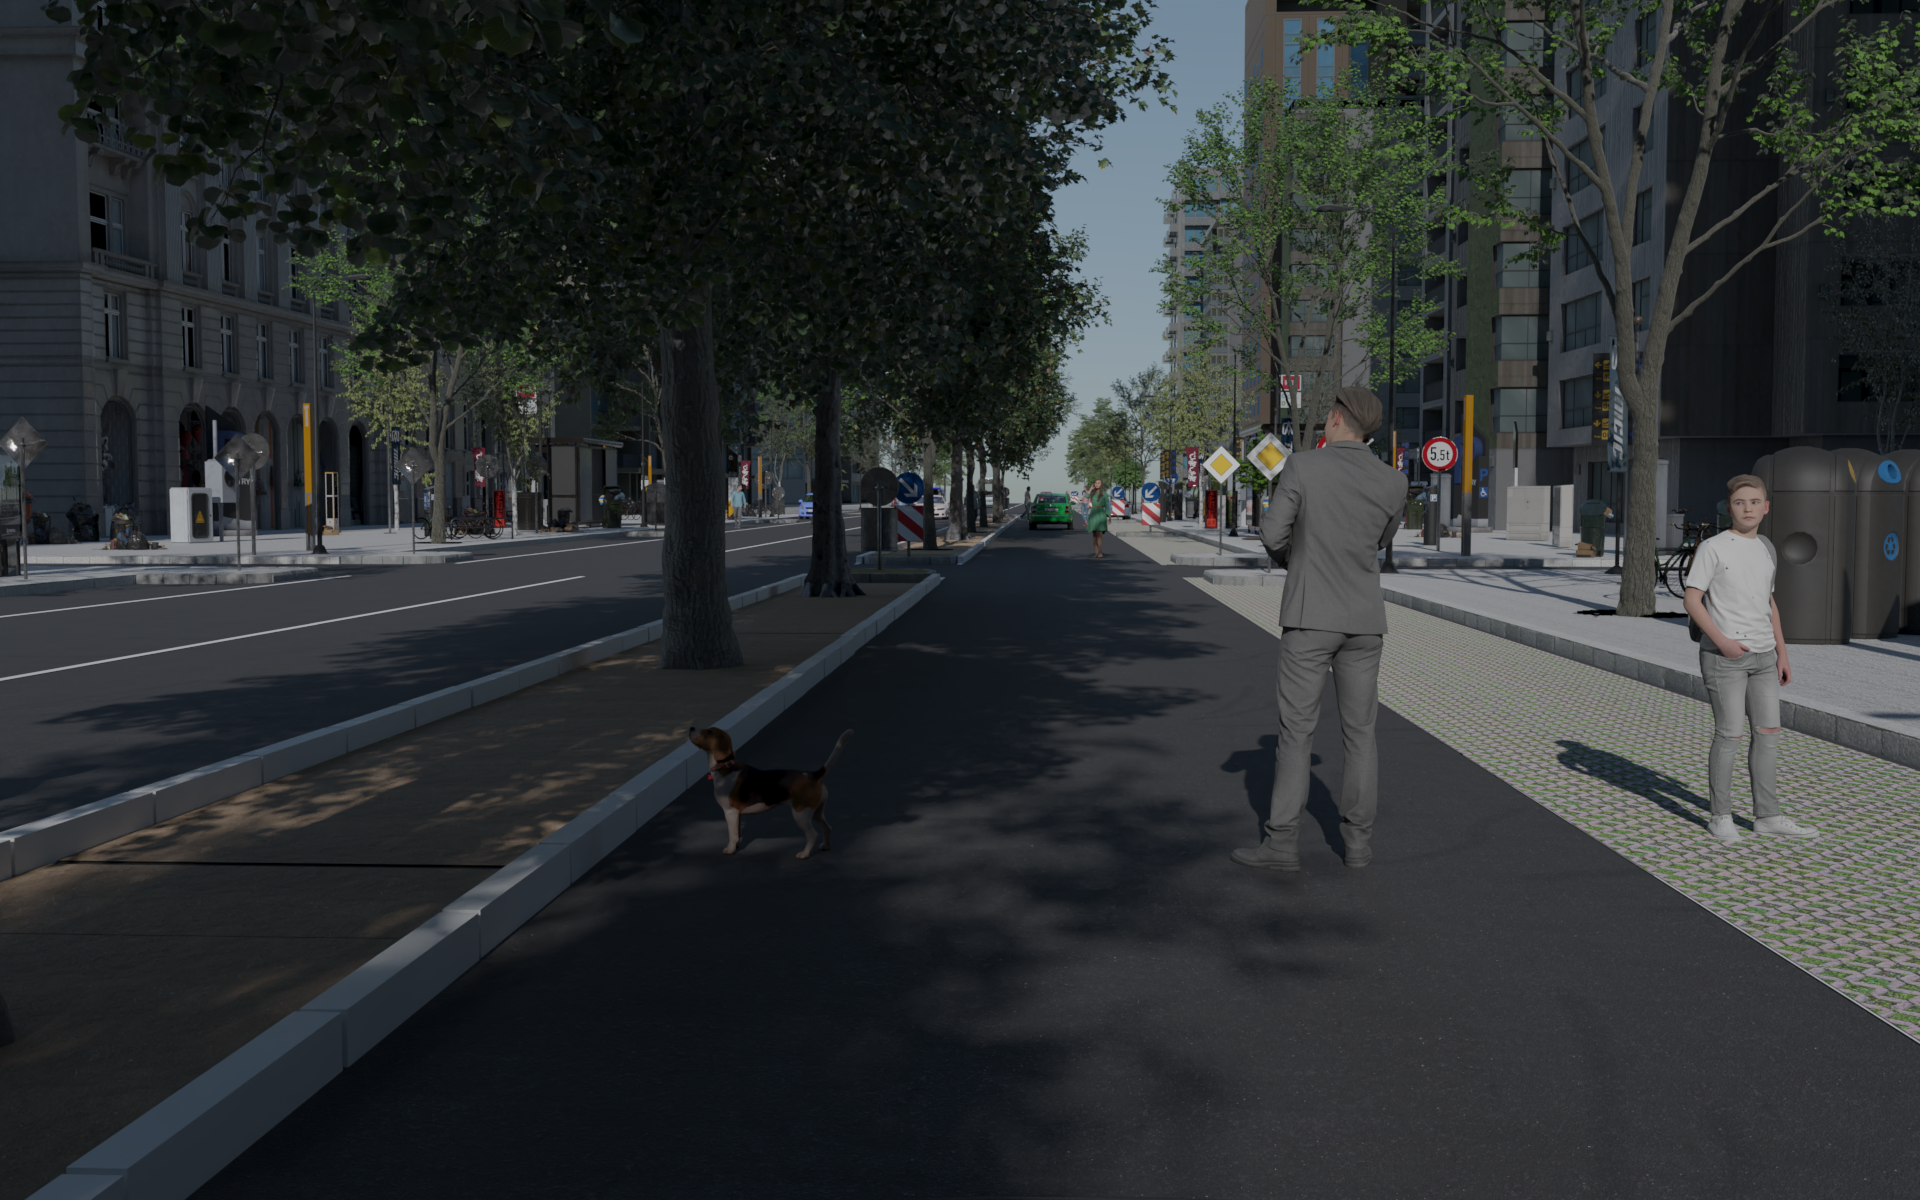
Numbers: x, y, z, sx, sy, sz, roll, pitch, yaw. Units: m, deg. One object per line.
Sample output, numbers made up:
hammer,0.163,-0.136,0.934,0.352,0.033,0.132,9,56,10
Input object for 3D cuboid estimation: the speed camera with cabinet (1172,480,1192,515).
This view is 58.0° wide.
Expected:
speed camera with cabinet,13.603,-6.773,105.069,0.660,3.252,2.038,-3,4,-38

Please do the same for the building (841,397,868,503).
building,-24.844,-38.012,245.201,21.300,48.544,21.600,0,4,3

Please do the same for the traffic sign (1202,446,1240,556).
traffic sign,5.421,-1.979,36.002,0.795,2.450,0.064,0,4,3

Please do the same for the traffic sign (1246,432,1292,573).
traffic sign,5.011,-1.491,28.028,0.795,2.450,0.064,0,4,3

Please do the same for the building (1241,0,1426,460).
building,31.167,-30.178,143.521,14.600,45.320,14.200,0,4,3

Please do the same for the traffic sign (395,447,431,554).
traffic sign,-11.649,-2.034,36.898,0.795,2.450,0.064,0,4,3

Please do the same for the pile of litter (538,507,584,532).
pile of litter,-13.325,-2.703,58.164,1.719,0.858,1.176,1,4,15

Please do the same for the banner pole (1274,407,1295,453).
banner pole,9.332,-3.671,50.034,0.863,3.779,0.401,2,4,24

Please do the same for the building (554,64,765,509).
building,-29.827,-30.659,155.905,22.147,44.769,28.867,0,4,3

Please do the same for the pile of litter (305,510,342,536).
pile of litter,-19.966,-2.464,54.259,1.176,0.858,1.719,0,4,-1

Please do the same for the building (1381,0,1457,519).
building,34.686,-39.869,90.118,20.563,71.187,20.611,0,4,3

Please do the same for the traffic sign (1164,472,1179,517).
traffic sign,11.152,-5.586,91.435,0.768,2.556,0.104,1,4,9

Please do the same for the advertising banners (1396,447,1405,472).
advertising banners,15.952,-4.186,64.634,2.074,3.025,0.090,-3,4,-38

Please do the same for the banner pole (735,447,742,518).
banner pole,-11.798,-6.258,92.339,0.401,3.779,0.863,1,4,17

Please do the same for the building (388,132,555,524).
building,-29.020,-17.619,85.330,12.463,27.353,25.104,0,4,3

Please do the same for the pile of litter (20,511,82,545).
pile of litter,-23.443,-1.855,44.291,1.719,0.858,1.176,0,4,3

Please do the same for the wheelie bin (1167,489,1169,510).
wheelie bin,12.750,-6.101,107.666,0.693,1.594,0.980,-2,4,-35

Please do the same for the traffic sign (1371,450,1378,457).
traffic sign,11.415,-2.981,48.844,0.768,2.556,0.104,1,4,12

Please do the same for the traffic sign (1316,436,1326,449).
traffic sign,7.848,-2.217,36.353,0.768,2.556,0.104,1,4,9

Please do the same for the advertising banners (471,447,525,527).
advertising banners,-17.321,-4.220,65.190,2.074,3.025,0.090,-2,4,-26

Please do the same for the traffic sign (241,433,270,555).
traffic sign,-14.785,-2.207,36.195,0.768,2.556,0.104,1,4,10

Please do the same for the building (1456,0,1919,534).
building,26.179,-18.028,66.452,14.160,30.474,14.107,0,4,3

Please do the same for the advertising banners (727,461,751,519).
advertising banners,-11.951,-5.760,90.370,2.074,3.025,0.090,0,4,-7

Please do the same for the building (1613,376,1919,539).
building,26.532,-17.095,51.205,14.107,30.474,14.160,0,4,3

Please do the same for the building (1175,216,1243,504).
building,44.618,-32.685,226.281,32.217,40.220,23.993,0,4,3

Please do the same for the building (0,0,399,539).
building,-30.093,-13.372,60.433,13.314,21.916,24.055,0,4,3

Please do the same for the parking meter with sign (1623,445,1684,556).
parking meter with sign,14.304,-2.422,35.854,1.738,3.016,0.543,-2,4,-33

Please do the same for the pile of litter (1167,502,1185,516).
pile of litter,12.604,-5.444,102.974,1.176,0.858,1.719,-2,4,-32

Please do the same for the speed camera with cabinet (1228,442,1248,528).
speed camera with cabinet,10.942,-4.388,66.077,0.660,3.252,2.038,3,4,38

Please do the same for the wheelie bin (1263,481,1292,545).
wheelie bin,7.596,-1.995,40.527,0.980,1.594,0.693,0,4,-1

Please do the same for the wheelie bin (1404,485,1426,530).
wheelie bin,16.419,-3.339,62.498,0.980,1.594,0.693,0,4,4

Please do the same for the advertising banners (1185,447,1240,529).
advertising banners,9.337,-4.153,64.094,2.074,3.025,0.090,0,4,-1

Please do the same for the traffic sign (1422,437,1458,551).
traffic sign,10.701,-2.360,38.688,0.768,2.556,0.104,1,4,11

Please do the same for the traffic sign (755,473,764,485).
traffic sign,-11.646,-6.187,101.257,0.768,2.556,0.104,1,4,12

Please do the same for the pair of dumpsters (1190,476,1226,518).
pair of dumpsters,13.352,-5.553,93.282,1.574,2.255,4.437,0,4,3

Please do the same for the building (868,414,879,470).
building,-19.944,-30.101,263.850,14.160,30.474,14.107,0,4,3

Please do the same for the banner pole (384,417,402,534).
banner pole,-18.452,-4.060,56.402,0.401,3.779,0.863,1,4,18

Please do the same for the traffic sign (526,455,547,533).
traffic sign,-13.918,-3.473,56.886,0.768,2.556,0.104,1,4,12

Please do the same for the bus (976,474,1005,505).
bus,3.208,-11.368,180.728,2.948,3.499,13.247,0,4,2

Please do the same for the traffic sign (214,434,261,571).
traffic sign,-12.060,-1.546,28.924,0.795,2.450,0.064,0,4,3

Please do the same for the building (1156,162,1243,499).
building,41.224,-38.764,253.395,23.786,49.044,30.456,0,4,3

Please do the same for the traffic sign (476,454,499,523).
traffic sign,-15.203,-3.399,55.680,0.768,2.556,0.104,1,4,9

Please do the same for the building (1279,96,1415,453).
building,30.909,-21.905,129.841,14.160,30.474,14.107,0,4,3

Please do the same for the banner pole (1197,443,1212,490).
banner pole,12.003,-5.788,84.651,0.863,3.779,0.401,0,4,3

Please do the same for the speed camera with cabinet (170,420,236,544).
speed camera with cabinet,-19.967,-3.147,45.790,0.660,3.252,2.038,1,4,15

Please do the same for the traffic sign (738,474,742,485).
traffic sign,-11.575,-5.344,89.508,0.606,2.300,0.079,0,4,8

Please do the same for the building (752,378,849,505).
building,-29.151,-38.619,220.662,28.713,52.752,27.495,0,4,3

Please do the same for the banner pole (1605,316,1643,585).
banner pole,9.325,-2.097,24.295,0.863,3.779,0.401,-2,4,-34

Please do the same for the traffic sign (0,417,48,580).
traffic sign,-14.028,-1.514,25.946,0.795,2.450,0.064,0,4,7

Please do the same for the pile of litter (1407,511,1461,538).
pile of litter,14.100,-2.288,51.366,1.176,0.858,1.719,-2,4,-26

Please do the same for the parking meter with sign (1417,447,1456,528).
parking meter with sign,18.045,-4.201,64.949,1.738,3.016,0.543,0,4,5

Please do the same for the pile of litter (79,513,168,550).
pile of litter,-19.213,-1.597,40.073,1.719,0.858,1.176,2,4,24

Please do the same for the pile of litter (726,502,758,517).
pile of litter,-12.216,-5.123,97.732,1.719,0.858,1.176,0,4,-1

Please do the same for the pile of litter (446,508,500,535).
pile of litter,-15.440,-2.486,54.617,1.719,0.858,1.176,0,4,-4

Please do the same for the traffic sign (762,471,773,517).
traffic sign,-10.677,-5.815,95.186,0.768,2.556,0.104,1,4,12

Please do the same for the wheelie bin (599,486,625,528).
wheelie bin,-13.040,-3.497,65.092,0.980,1.594,0.693,-2,4,-32
